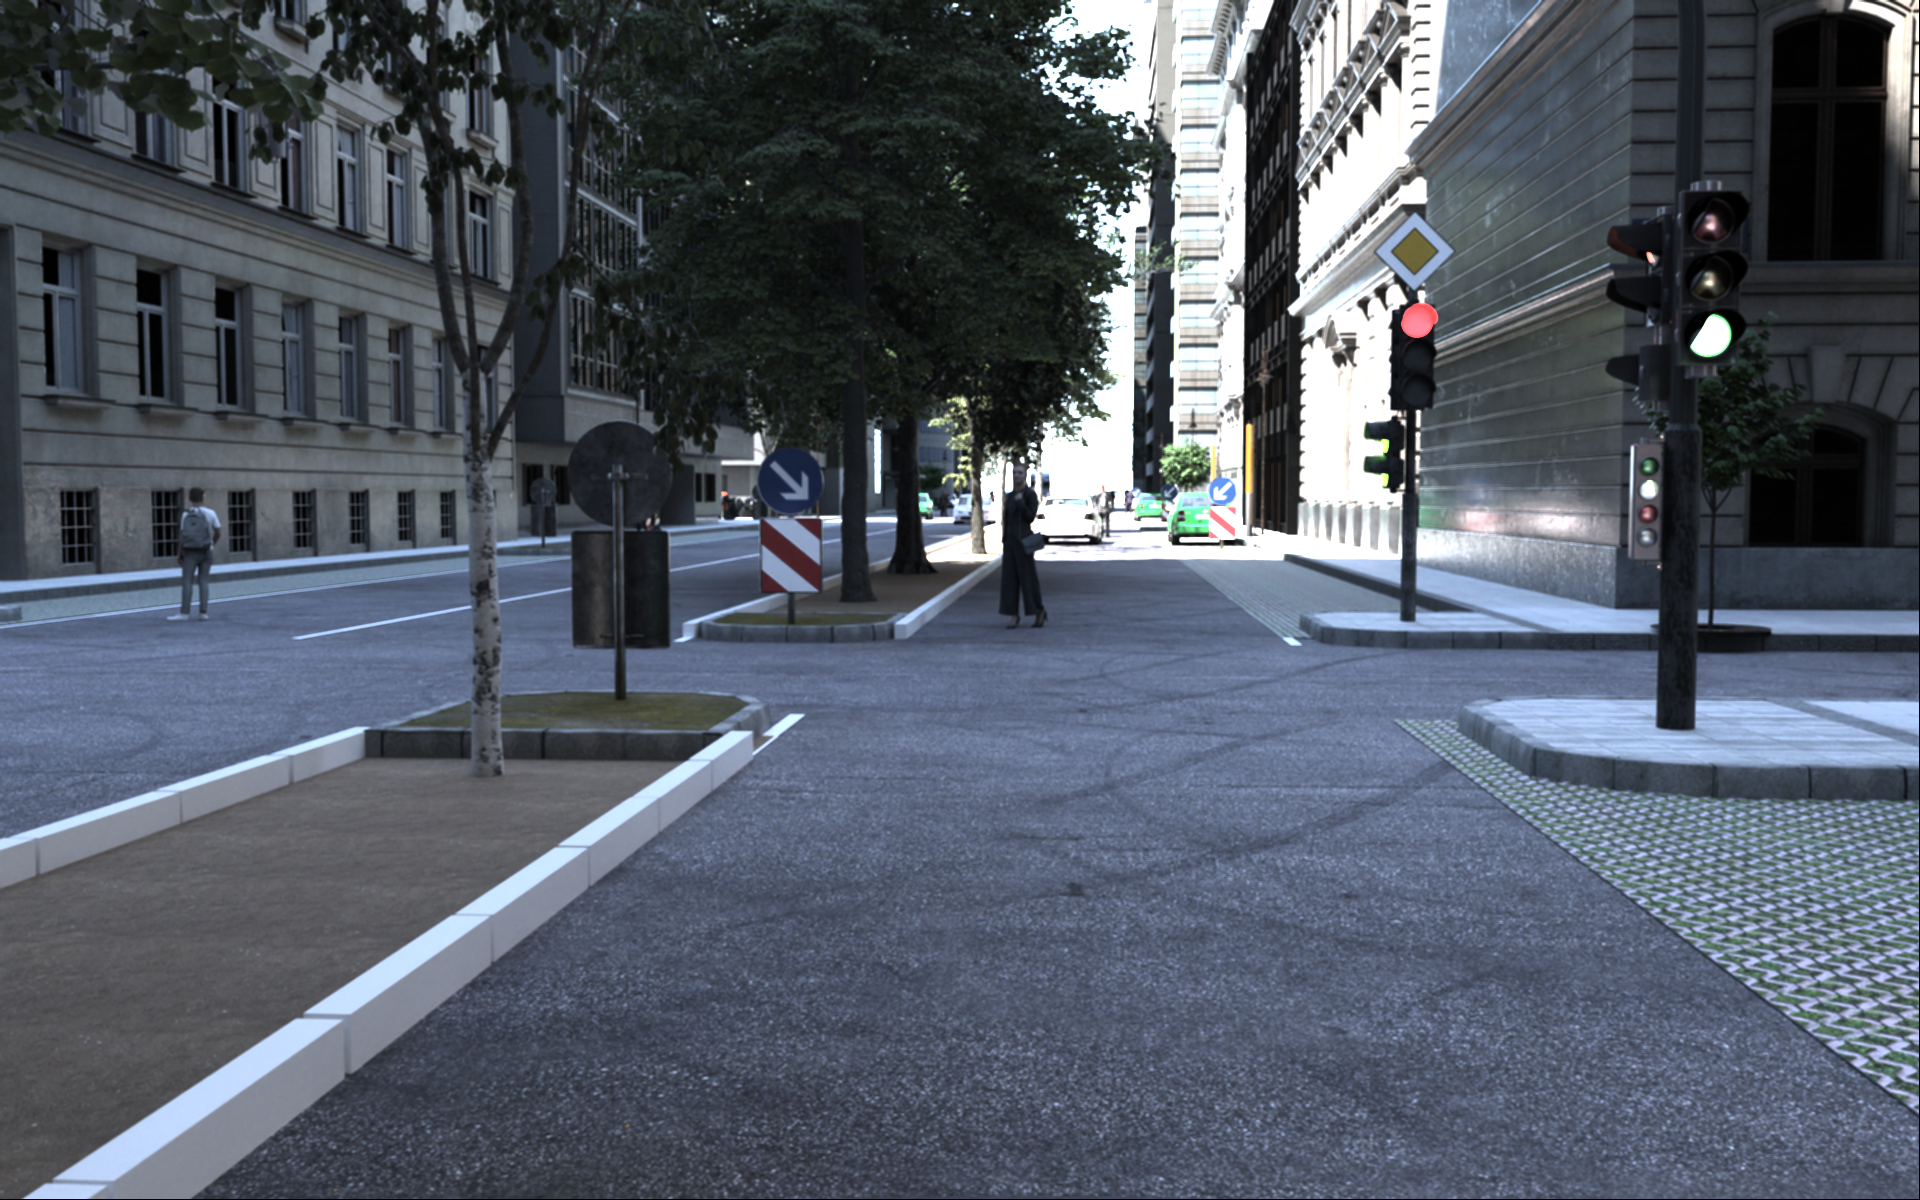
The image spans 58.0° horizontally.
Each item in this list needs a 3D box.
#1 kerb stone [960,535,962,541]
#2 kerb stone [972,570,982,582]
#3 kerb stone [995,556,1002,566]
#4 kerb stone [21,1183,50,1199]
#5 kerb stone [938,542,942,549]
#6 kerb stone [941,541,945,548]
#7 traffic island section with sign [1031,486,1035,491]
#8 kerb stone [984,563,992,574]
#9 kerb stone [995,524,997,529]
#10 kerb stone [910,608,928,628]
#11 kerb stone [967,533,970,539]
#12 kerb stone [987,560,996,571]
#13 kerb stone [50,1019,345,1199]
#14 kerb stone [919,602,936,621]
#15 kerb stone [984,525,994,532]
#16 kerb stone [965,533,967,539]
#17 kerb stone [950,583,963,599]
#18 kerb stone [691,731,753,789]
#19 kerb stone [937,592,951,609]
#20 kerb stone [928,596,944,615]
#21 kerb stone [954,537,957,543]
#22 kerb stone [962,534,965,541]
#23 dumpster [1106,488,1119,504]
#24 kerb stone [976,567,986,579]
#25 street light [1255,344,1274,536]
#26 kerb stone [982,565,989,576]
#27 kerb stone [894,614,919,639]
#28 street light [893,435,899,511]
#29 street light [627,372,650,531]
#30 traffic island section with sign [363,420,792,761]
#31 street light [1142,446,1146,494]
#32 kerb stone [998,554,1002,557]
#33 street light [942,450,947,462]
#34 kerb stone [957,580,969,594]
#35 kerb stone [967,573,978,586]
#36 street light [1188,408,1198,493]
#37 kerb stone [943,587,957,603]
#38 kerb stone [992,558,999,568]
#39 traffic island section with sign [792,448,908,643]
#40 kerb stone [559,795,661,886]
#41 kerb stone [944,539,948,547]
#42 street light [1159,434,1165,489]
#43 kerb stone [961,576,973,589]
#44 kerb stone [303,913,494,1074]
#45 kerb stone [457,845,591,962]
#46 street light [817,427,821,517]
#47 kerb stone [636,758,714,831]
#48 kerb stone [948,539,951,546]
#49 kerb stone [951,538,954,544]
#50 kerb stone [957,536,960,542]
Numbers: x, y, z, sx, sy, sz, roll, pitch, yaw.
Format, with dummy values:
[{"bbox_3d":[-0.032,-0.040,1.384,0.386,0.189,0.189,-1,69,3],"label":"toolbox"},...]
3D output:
[{"bbox_3d":[-0.100,-1.789,51.488,0.120,0.150,1.000,0,4,4],"label":"kerb stone"},{"bbox_3d":[0.216,-0.343,27.810,0.120,0.150,1.000,0,4,4],"label":"kerb stone"},{"bbox_3d":[0.679,-0.716,33.945,0.120,0.150,1.000,0,4,4],"label":"kerb stone"},{"bbox_3d":[-1.678,1.191,2.724,0.120,0.150,1.000,0,4,4],"label":"kerb stone"},{"bbox_3d":[-0.640,-1.353,44.314,0.120,0.150,1.000,0,4,4],"label":"kerb stone"},{"bbox_3d":[-0.562,-1.416,45.351,0.120,0.150,1.000,0,4,4],"label":"kerb stone"},{"bbox_3d":[4.047,-5.162,92.540,2.006,1.907,1.989,0,4,4],"label":"traffic island section with sign"},{"bbox_3d":[0.445,-0.518,30.877,0.120,0.150,1.000,0,4,4],"label":"kerb stone"},{"bbox_3d":[1.298,-2.914,69.872,0.120,0.150,1.000,0,4,4],"label":"kerb stone"},{"bbox_3d":[-0.479,0.218,18.629,0.120,0.150,1.000,0,4,4],"label":"kerb stone"},{"bbox_3d":[0.130,-1.979,54.548,0.120,0.150,1.000,0,4,4],"label":"kerb stone"},{"bbox_3d":[0.528,-0.594,31.900,0.120,0.150,1.000,0,4,4],"label":"kerb stone"},{"bbox_3d":[-1.605,1.132,3.748,0.120,0.150,1.000,0,4,4],"label":"kerb stone"},{"bbox_3d":[-0.403,0.156,19.648,0.120,0.150,1.000,0,4,4],"label":"kerb stone"},{"bbox_3d":[1.139,-2.785,67.827,0.120,0.150,1.000,0,4,4],"label":"kerb stone"},{"bbox_3d":[0.056,-1.916,53.526,0.120,0.150,1.000,0,4,4],"label":"kerb stone"},{"bbox_3d":[-0.095,-0.094,23.734,0.120,0.150,1.000,0,4,4],"label":"kerb stone"},{"bbox_3d":[-1.216,0.815,8.869,0.120,0.150,1.000,0,4,4],"label":"kerb stone"},{"bbox_3d":[-0.247,0.031,21.692,0.120,0.150,1.000,0,4,4],"label":"kerb stone"},{"bbox_3d":[-0.325,0.093,20.672,0.120,0.150,1.000,0,4,4],"label":"kerb stone"},{"bbox_3d":[-0.255,-1.666,49.433,0.120,0.150,1.000,0,4,4],"label":"kerb stone"},{"bbox_3d":[-0.020,-1.848,52.508,0.120,0.150,1.000,0,4,4],"label":"kerb stone"},{"bbox_3d":[21.867,-14.881,248.252,1.985,2.255,1.502,0,4,5],"label":"dumpster"},{"bbox_3d":[0.295,-0.404,28.838,0.120,0.150,1.000,0,4,4],"label":"kerb stone"},{"bbox_3d":[9.369,-4.934,53.452,0.468,5.910,1.993,0,4,4],"label":"street light"},{"bbox_3d":[0.371,-0.469,29.857,0.120,0.150,1.000,0,4,4],"label":"kerb stone"},{"bbox_3d":[-0.553,0.282,17.610,0.120,0.150,1.000,0,4,4],"label":"kerb stone"},{"bbox_3d":[-4.923,-9.847,133.778,0.468,5.910,1.993,0,4,4],"label":"street light"},{"bbox_3d":[-10.697,-5.182,57.506,0.468,5.910,1.993,0,4,4],"label":"street light"},{"bbox_3d":[-2.177,-0.128,10.228,2.006,1.907,1.989,0,4,4],"label":"traffic island section with sign"},{"bbox_3d":[17.858,-11.922,167.706,0.468,5.910,1.993,0,4,4],"label":"street light"},{"bbox_3d":[0.762,-0.778,34.964,0.120,0.150,1.000,0,4,4],"label":"kerb stone"},{"bbox_3d":[-1.554,-12.565,178.220,0.468,5.910,1.993,0,4,4],"label":"street light"},{"bbox_3d":[-0.007,-0.156,24.752,0.120,0.150,1.000,0,4,4],"label":"kerb stone"},{"bbox_3d":[0.139,-0.281,26.791,0.120,0.150,1.000,0,4,4],"label":"kerb stone"},{"bbox_3d":[12.277,-7.258,91.461,0.468,5.910,1.993,0,4,4],"label":"street light"},{"bbox_3d":[-0.169,-0.032,22.711,0.120,0.150,1.000,0,4,4],"label":"kerb stone"},{"bbox_3d":[0.607,-0.655,32.926,0.120,0.150,1.000,0,4,4],"label":"kerb stone"},{"bbox_3d":[-1.609,-0.580,17.614,2.006,1.907,1.989,0,4,4],"label":"traffic island section with sign"},{"bbox_3d":[-1.371,0.940,6.822,0.120,0.150,1.000,0,4,4],"label":"kerb stone"},{"bbox_3d":[-0.489,-1.478,46.370,0.120,0.150,1.000,0,4,4],"label":"kerb stone"},{"bbox_3d":[15.097,-9.596,129.686,0.468,5.910,1.993,0,4,4],"label":"street light"},{"bbox_3d":[0.061,-0.219,25.772,0.120,0.150,1.000,0,4,4],"label":"kerb stone"},{"bbox_3d":[-1.525,1.065,4.776,0.120,0.150,1.000,0,4,4],"label":"kerb stone"},{"bbox_3d":[-1.449,1.006,5.800,0.120,0.150,1.000,0,4,4],"label":"kerb stone"},{"bbox_3d":[-7.824,-7.494,95.311,0.468,5.910,1.993,0,4,4],"label":"street light"},{"bbox_3d":[-1.294,0.881,7.847,0.120,0.150,1.000,0,4,4],"label":"kerb stone"},{"bbox_3d":[-0.407,-1.538,47.395,0.120,0.150,1.000,0,4,4],"label":"kerb stone"},{"bbox_3d":[-0.334,-1.604,48.414,0.120,0.150,1.000,0,4,4],"label":"kerb stone"},{"bbox_3d":[-0.169,-1.729,50.468,0.120,0.150,1.000,0,4,4],"label":"kerb stone"}]
